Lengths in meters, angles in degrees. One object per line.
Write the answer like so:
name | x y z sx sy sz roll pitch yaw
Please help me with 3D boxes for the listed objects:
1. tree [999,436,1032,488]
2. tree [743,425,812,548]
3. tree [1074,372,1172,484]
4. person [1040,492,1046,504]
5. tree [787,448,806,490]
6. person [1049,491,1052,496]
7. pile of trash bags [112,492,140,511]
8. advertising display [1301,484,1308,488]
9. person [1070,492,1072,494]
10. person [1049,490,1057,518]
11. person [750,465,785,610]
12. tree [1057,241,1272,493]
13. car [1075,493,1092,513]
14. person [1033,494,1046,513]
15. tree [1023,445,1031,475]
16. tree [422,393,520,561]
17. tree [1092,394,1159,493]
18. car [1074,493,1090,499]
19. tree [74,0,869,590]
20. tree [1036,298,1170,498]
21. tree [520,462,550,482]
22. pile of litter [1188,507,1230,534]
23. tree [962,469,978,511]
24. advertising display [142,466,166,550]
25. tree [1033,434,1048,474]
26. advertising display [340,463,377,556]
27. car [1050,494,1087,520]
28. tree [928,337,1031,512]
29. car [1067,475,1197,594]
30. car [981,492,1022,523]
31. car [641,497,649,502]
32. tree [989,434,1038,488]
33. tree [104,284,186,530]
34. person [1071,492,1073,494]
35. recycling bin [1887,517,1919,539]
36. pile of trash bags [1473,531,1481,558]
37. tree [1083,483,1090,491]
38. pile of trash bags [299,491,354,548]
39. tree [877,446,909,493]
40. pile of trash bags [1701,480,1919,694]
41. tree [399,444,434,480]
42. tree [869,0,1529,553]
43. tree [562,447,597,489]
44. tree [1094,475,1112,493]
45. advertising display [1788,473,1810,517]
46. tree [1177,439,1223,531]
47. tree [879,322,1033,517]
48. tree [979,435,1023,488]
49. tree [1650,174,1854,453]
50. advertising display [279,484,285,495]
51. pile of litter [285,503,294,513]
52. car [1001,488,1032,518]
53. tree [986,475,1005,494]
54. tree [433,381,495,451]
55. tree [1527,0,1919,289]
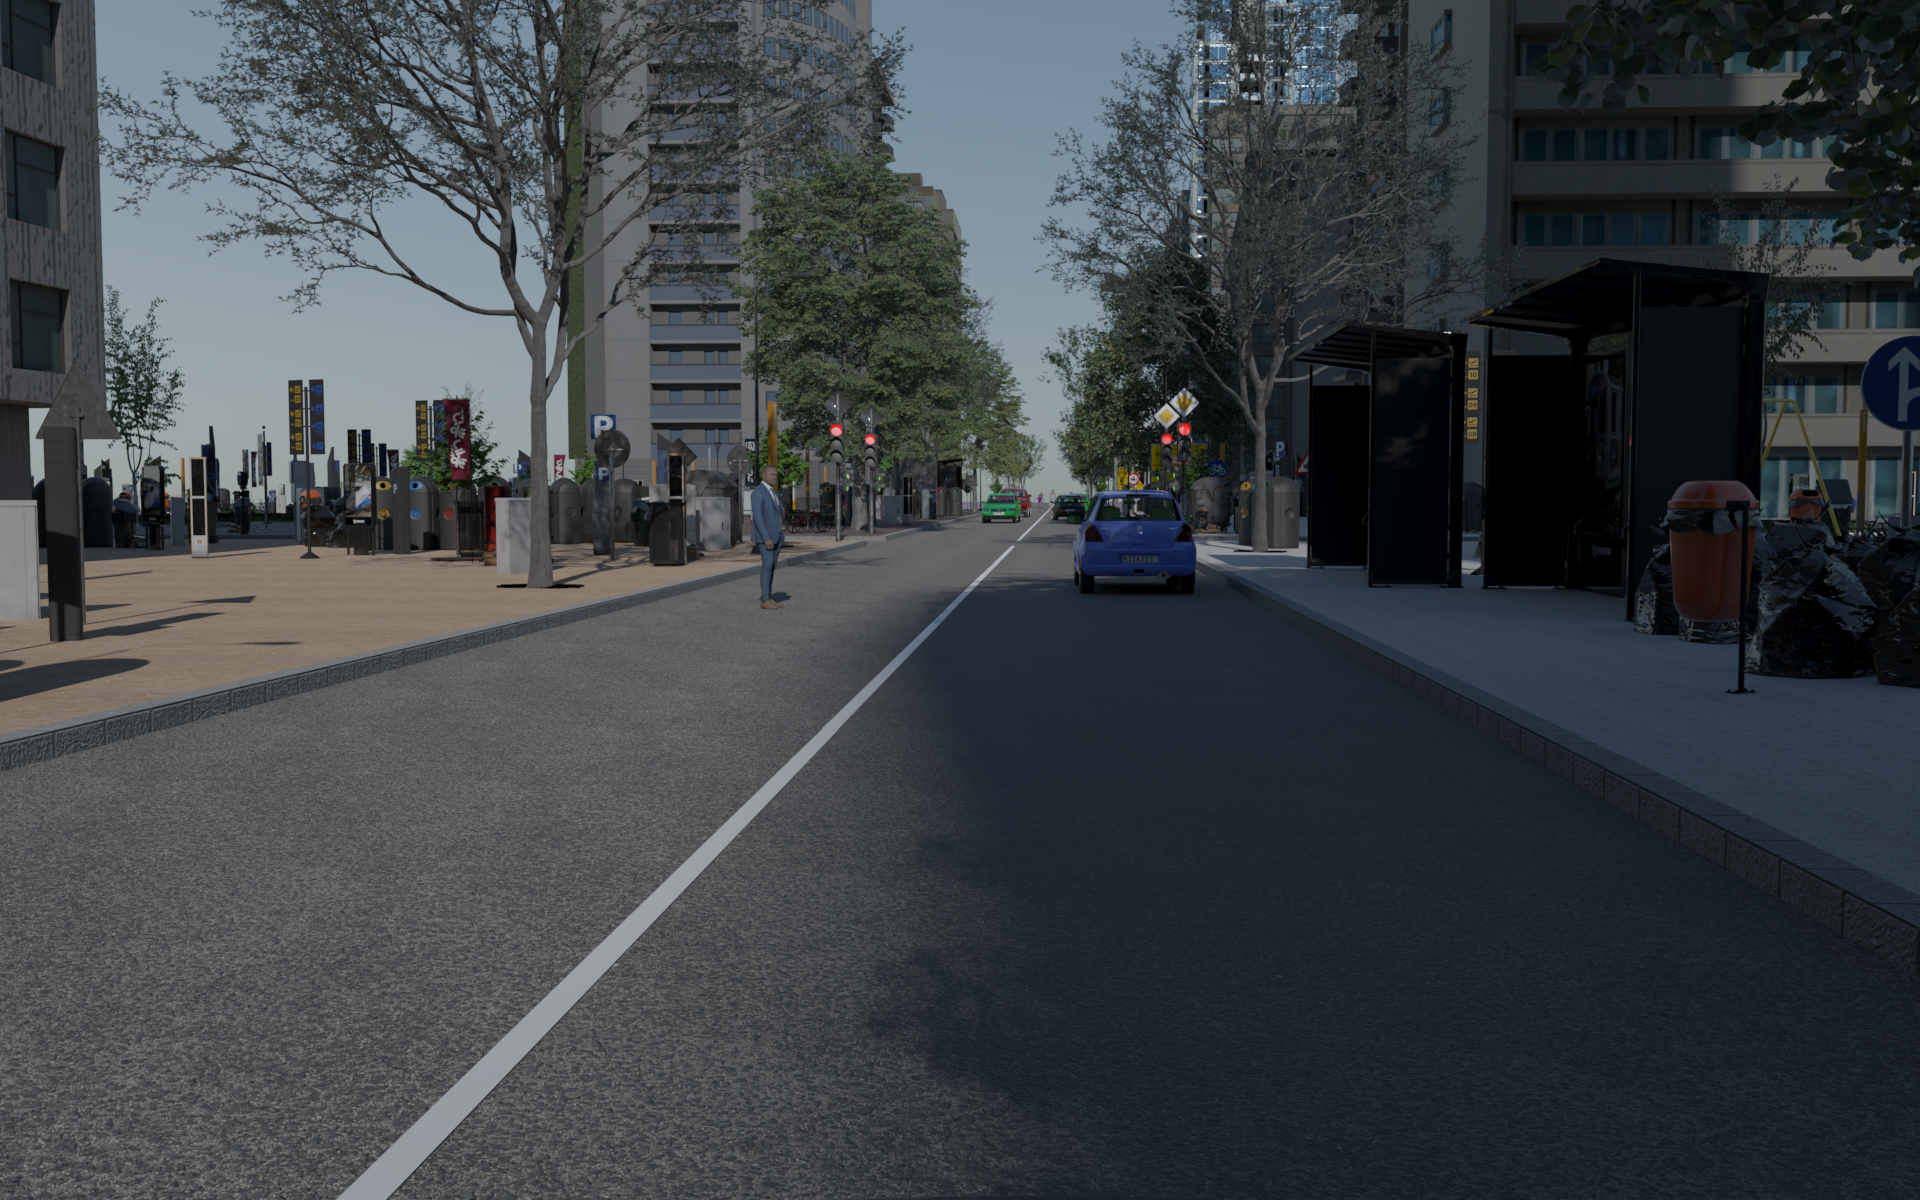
tree | 6.041 -16.528 220.589 4.360 8.622 3.978 0 3 0
tree | -4.383 -2.878 41.654 1.663 3.219 1.824 0 3 0
tree | 11.827 -11.457 121.729 8.767 10.594 7.601 -1 4 -16
person | 11.779 -14.755 250.463 1.217 1.735 0.721 0 4 7
tree | -12.173 -8.380 120.724 4.285 4.588 4.351 0 3 0
person | 12.423 -13.861 234.993 0.709 1.838 0.599 -2 4 -31
pile of trash bags | -61.305 -7.245 128.212 3.447 1.369 1.912 -3 5 -43
advertising display | 22.867 -6.689 114.572 0.974 1.923 0.123 -1 4 -23
person | 16.065 -14.801 251.169 0.621 1.740 0.551 -2 4 -34
person | 5.600 -5.789 104.158 0.512 1.701 0.522 1 4 18
person | -2.420 -0.801 21.785 0.419 1.800 0.721 1 4 9
tree | 9.040 -9.766 76.682 9.611 12.733 9.660 0 3 0
car | 7.534 -6.269 111.302 1.959 1.807 4.718 0 4 4
person | 6.135 -7.483 134.072 0.991 1.433 0.599 1 4 10
tree | 6.151 -15.550 204.604 4.737 8.622 4.395 0 3 0
tree | -9.681 -2.362 33.225 1.663 3.219 1.824 0 3 0
tree | 11.734 -9.996 113.789 4.360 8.622 3.978 0 3 0
car | 9.647 -8.144 142.198 2.155 1.783 4.494 0 4 2
tree | -5.735 -6.918 23.473 12.009 13.543 11.850 0 3 0
tree | 12.984 -18.200 153.456 12.611 20.169 13.585 0 3 0
tree | -22.338 -5.888 90.873 1.663 3.219 1.824 0 3 0
pile of litter | 7.879 -2.572 56.017 1.719 0.858 1.176 1 4 15
tree | 0.690 -8.538 134.196 1.663 3.219 1.824 0 3 0
advertising display | -18.485 -2.111 39.723 0.974 1.923 0.123 3 5 43
tree | 10.491 -22.172 288.259 9.928 11.665 9.643 0 3 0
advertising display | -12.549 -1.897 36.232 0.974 1.923 0.123 2 4 35
car | 5.985 -5.234 95.355 2.009 1.686 4.222 0 4 2
tree | 1.489 -12.698 125.731 7.486 12.596 7.792 0 3 0
car | 2.597 -1.020 26.270 1.945 1.707 3.694 0 4 2
car | 2.085 -4.733 86.188 1.959 1.807 4.718 0 4 5
car | -8.971 -2.310 50.123 4.827 1.381 2.083 0 4 4
tree | 7.239 -18.531 237.399 7.601 10.594 8.767 0 4 2
tree | -28.981 -6.743 60.607 4.737 8.622 4.395 0 3 0
person | 16.936 -15.495 262.624 1.217 1.735 0.721 -2 4 -24
recycling bin | 10.833 -0.408 19.221 0.722 1.027 0.722 -1 4 -16
pile of trash bags | 12.160 -1.558 35.230 3.447 1.369 1.912 -3 4 -36
tree | 21.869 -20.458 284.854 4.360 8.622 3.978 0 3 0
pile of trash bags | -15.374 -2.017 42.737 3.447 1.369 1.912 3 5 43
tree | -4.092 -8.048 115.297 4.285 4.588 4.351 0 3 0
pile of trash bags | 6.237 -0.132 11.916 3.447 1.369 1.912 -2 4 -24
tree | -31.896 -7.306 103.170 4.285 4.588 4.351 0 3 0
tree | 6.523 -7.781 37.597 12.009 13.543 11.850 0 3 0
tree | -15.324 -4.696 71.377 1.663 3.219 1.824 0 3 0
tree | 13.857 -10.759 170.516 1.663 3.219 1.824 0 3 0
advertising display | 26.104 -2.978 53.899 0.974 1.923 0.123 -2 4 -35
tree | 8.490 -4.073 61.203 1.663 3.219 1.824 0 3 0
tree | -1.611 -10.606 99.166 9.928 11.665 9.643 0 3 0
tree | 3.979 -14.706 190.797 4.737 8.622 4.395 0 3 0
tree | 17.904 -5.447 39.415 4.360 8.622 3.978 0 3 0
advertising display | -44.246 -6.595 113.041 0.123 1.923 0.974 -3 4 -37
pile of litter | -32.193 -4.197 82.583 1.176 0.858 1.719 1 4 21
car | 3.318 -6.024 107.163 2.281 1.827 5.304 0 4 5
tree | 3.717 -10.865 172.239 1.663 3.219 1.824 0 3 0
tree | -32.414 -9.927 112.664 4.360 8.622 3.978 0 3 0
tree | 4.927 -6.062 5.764 9.857 13.997 8.962 0 3 0
